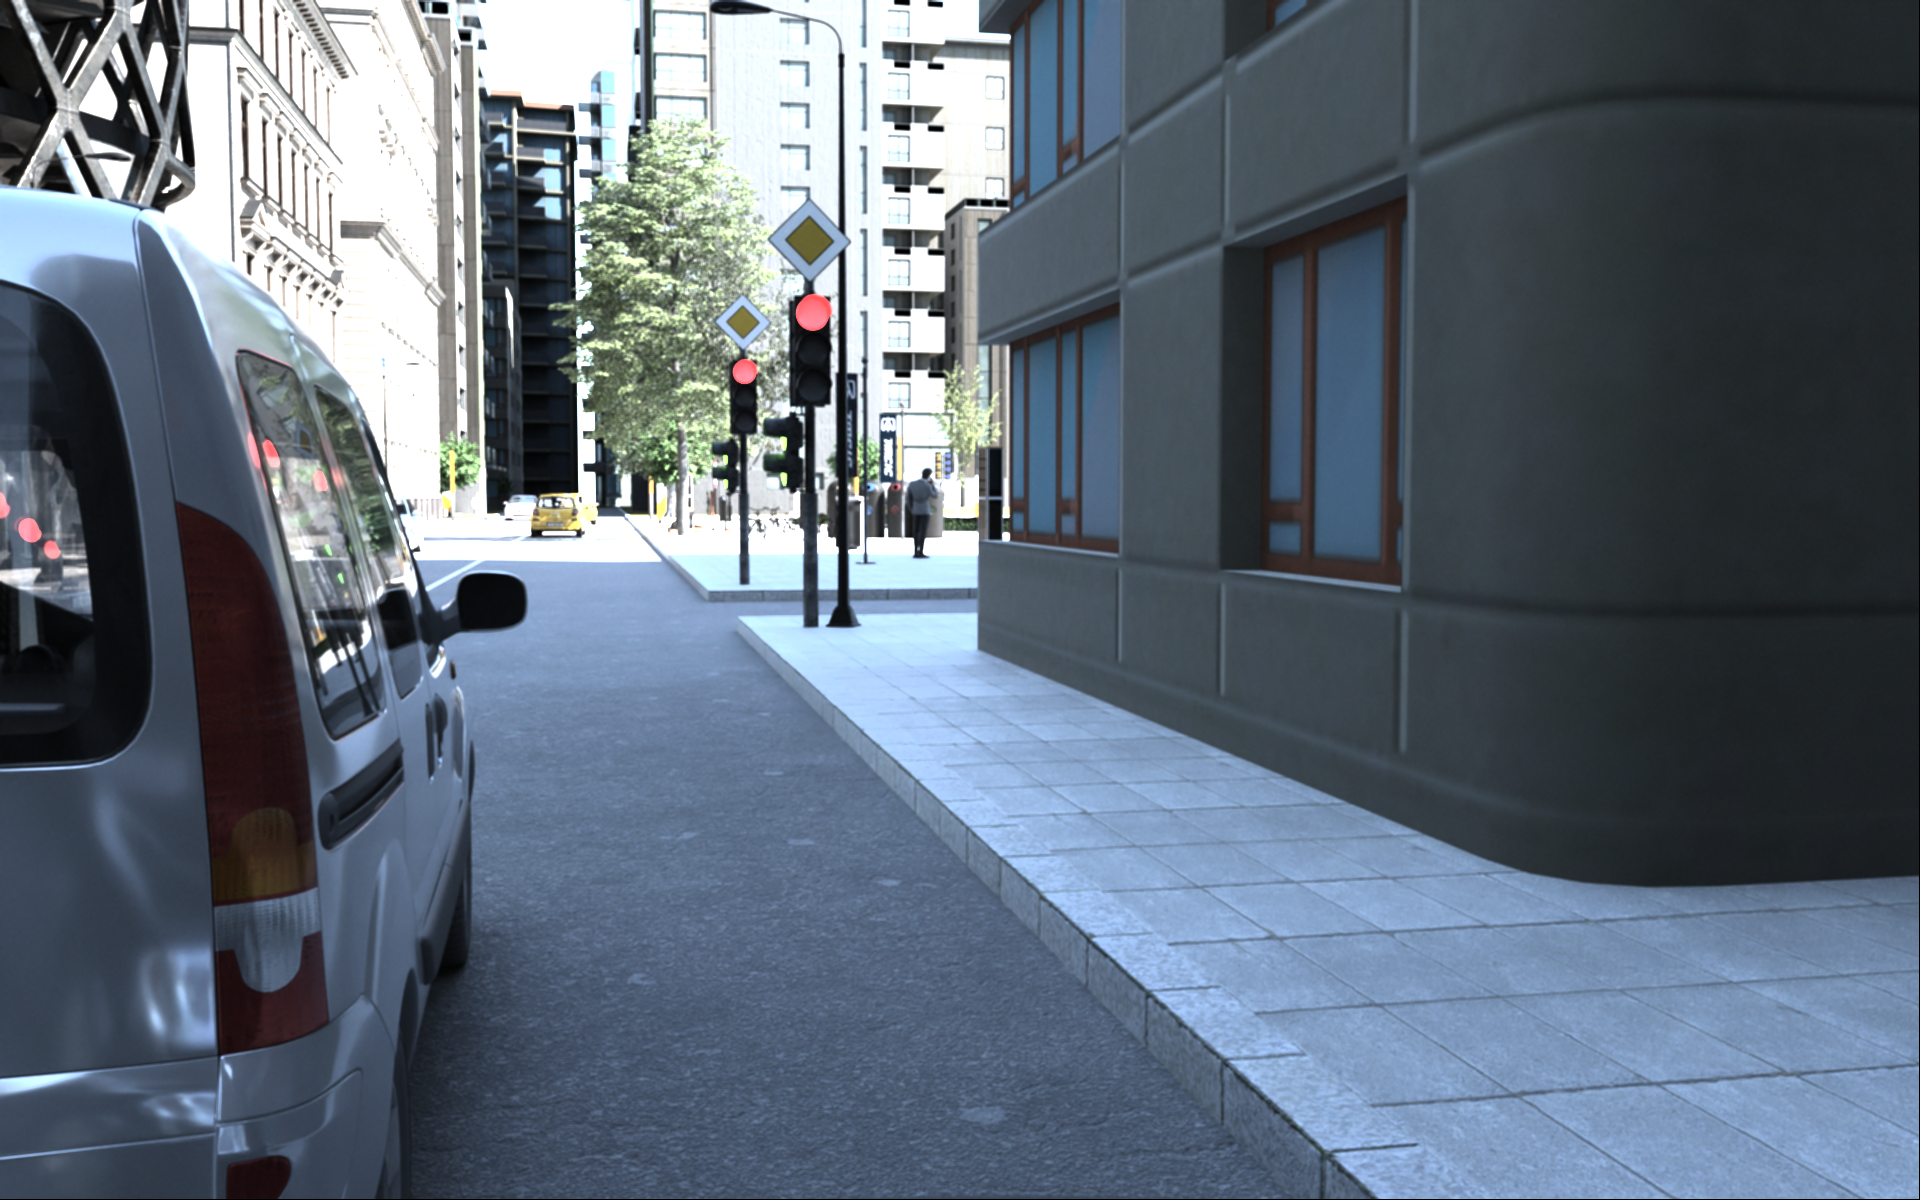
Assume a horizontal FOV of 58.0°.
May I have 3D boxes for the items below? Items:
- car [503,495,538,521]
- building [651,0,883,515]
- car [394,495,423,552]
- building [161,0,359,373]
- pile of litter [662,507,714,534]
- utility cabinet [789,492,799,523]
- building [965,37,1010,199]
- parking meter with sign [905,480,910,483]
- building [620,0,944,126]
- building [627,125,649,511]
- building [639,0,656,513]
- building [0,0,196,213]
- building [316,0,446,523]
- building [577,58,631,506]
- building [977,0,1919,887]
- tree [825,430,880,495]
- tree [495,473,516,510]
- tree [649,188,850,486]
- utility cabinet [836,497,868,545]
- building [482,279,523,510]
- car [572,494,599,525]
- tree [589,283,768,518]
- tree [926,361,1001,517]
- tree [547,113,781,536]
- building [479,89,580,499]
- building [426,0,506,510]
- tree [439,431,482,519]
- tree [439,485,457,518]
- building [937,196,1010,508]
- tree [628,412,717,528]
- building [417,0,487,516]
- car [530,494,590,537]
[{"bbox_3d":[-23.549,-4.963,93.506,2.083,1.381,4.827,-1,4,-12],"label":"car"},{"bbox_3d":[-12.844,-26.221,112.305,14.154,41.232,14.086,-1,4,-12],"label":"building"},{"bbox_3d":[-13.796,-1.782,41.134,2.014,1.417,4.499,-1,4,-13],"label":"car"},{"bbox_3d":[-24.734,-11.453,51.887,10.561,19.102,19.286,-1,4,-12],"label":"building"},{"bbox_3d":[-8.841,-2.608,56.606,1.719,0.858,1.176,0,4,-2],"label":"pile of litter"},{"bbox_3d":[-7.269,-4.126,76.132,0.318,1.500,1.173,-1,4,-18],"label":"utility cabinet"},{"bbox_3d":[1.089,-37.437,201.325,27.495,52.752,28.713,-1,4,-12],"label":"building"},{"bbox_3d":[-2.984,-6.029,94.842,1.738,3.016,0.543,-1,4,-22],"label":"parking meter with sign"},{"bbox_3d":[-16.639,-34.983,161.208,28.713,52.752,27.495,-1,4,-12],"label":"building"},{"bbox_3d":[-19.652,-22.530,140.070,14.160,30.474,14.107,-1,4,-12],"label":"building"},{"bbox_3d":[-16.011,-29.103,125.942,14.600,45.320,14.200,-1,4,-12],"label":"building"},{"bbox_3d":[-22.066,-9.841,28.352,16.820,18.784,16.811,-1,4,-12],"label":"building"},{"bbox_3d":[-29.175,-16.886,73.342,12.463,27.353,25.104,-1,4,-12],"label":"building"},{"bbox_3d":[-26.749,-35.069,192.981,30.456,49.044,23.786,-1,4,-12],"label":"building"},{"bbox_3d":[16.599,-9.620,2.322,27.650,21.520,28.899,-1,4,-12],"label":"building"},{"bbox_3d":[-5.274,-6.459,89.312,4.285,4.588,4.351,0,3,0],"label":"tree"},{"bbox_3d":[-37.473,-9.003,141.792,1.663,3.219,1.824,0,3,0],"label":"tree"},{"bbox_3d":[-5.113,-5.599,41.906,4.360,8.622,3.978,0,3,0],"label":"tree"},{"bbox_3d":[-2.749,-2.016,44.126,0.306,1.237,1.020,-3,4,-38],"label":"utility cabinet"},{"bbox_3d":[-54.504,-18.911,154.239,28.899,21.520,27.650,-1,4,-12],"label":"building"},{"bbox_3d":[-17.836,-4.309,80.682,2.015,1.641,3.980,-1,4,-13],"label":"car"},{"bbox_3d":[-15.460,-10.747,92.715,9.611,12.733,9.660,0,3,0],"label":"tree"},{"bbox_3d":[0.137,-8.938,96.496,4.737,8.622,4.395,0,3,0],"label":"tree"},{"bbox_3d":[-8.710,-8.198,52.161,7.486,12.596,7.792,0,3,0],"label":"tree"},{"bbox_3d":[-55.651,-32.513,186.208,28.867,44.769,22.147,-1,4,-12],"label":"building"},{"bbox_3d":[-45.030,-30.727,122.001,23.786,49.044,30.456,-1,4,-12],"label":"building"},{"bbox_3d":[-26.545,-6.549,90.796,4.285,4.588,4.351,0,3,0],"label":"tree"},{"bbox_3d":[-28.192,-6.093,94.218,1.663,3.219,1.824,0,3,0],"label":"tree"},{"bbox_3d":[5.744,-24.509,172.417,14.107,30.474,14.160,-1,4,-12],"label":"building"},{"bbox_3d":[-10.970,-5.060,66.445,4.285,4.588,4.351,0,3,0],"label":"tree"},{"bbox_3d":[-35.732,-20.175,101.565,14.160,30.474,14.107,-1,4,-12],"label":"building"},{"bbox_3d":[-13.617,-2.970,58.783,2.015,1.641,3.980,-1,4,-10],"label":"car"}]
